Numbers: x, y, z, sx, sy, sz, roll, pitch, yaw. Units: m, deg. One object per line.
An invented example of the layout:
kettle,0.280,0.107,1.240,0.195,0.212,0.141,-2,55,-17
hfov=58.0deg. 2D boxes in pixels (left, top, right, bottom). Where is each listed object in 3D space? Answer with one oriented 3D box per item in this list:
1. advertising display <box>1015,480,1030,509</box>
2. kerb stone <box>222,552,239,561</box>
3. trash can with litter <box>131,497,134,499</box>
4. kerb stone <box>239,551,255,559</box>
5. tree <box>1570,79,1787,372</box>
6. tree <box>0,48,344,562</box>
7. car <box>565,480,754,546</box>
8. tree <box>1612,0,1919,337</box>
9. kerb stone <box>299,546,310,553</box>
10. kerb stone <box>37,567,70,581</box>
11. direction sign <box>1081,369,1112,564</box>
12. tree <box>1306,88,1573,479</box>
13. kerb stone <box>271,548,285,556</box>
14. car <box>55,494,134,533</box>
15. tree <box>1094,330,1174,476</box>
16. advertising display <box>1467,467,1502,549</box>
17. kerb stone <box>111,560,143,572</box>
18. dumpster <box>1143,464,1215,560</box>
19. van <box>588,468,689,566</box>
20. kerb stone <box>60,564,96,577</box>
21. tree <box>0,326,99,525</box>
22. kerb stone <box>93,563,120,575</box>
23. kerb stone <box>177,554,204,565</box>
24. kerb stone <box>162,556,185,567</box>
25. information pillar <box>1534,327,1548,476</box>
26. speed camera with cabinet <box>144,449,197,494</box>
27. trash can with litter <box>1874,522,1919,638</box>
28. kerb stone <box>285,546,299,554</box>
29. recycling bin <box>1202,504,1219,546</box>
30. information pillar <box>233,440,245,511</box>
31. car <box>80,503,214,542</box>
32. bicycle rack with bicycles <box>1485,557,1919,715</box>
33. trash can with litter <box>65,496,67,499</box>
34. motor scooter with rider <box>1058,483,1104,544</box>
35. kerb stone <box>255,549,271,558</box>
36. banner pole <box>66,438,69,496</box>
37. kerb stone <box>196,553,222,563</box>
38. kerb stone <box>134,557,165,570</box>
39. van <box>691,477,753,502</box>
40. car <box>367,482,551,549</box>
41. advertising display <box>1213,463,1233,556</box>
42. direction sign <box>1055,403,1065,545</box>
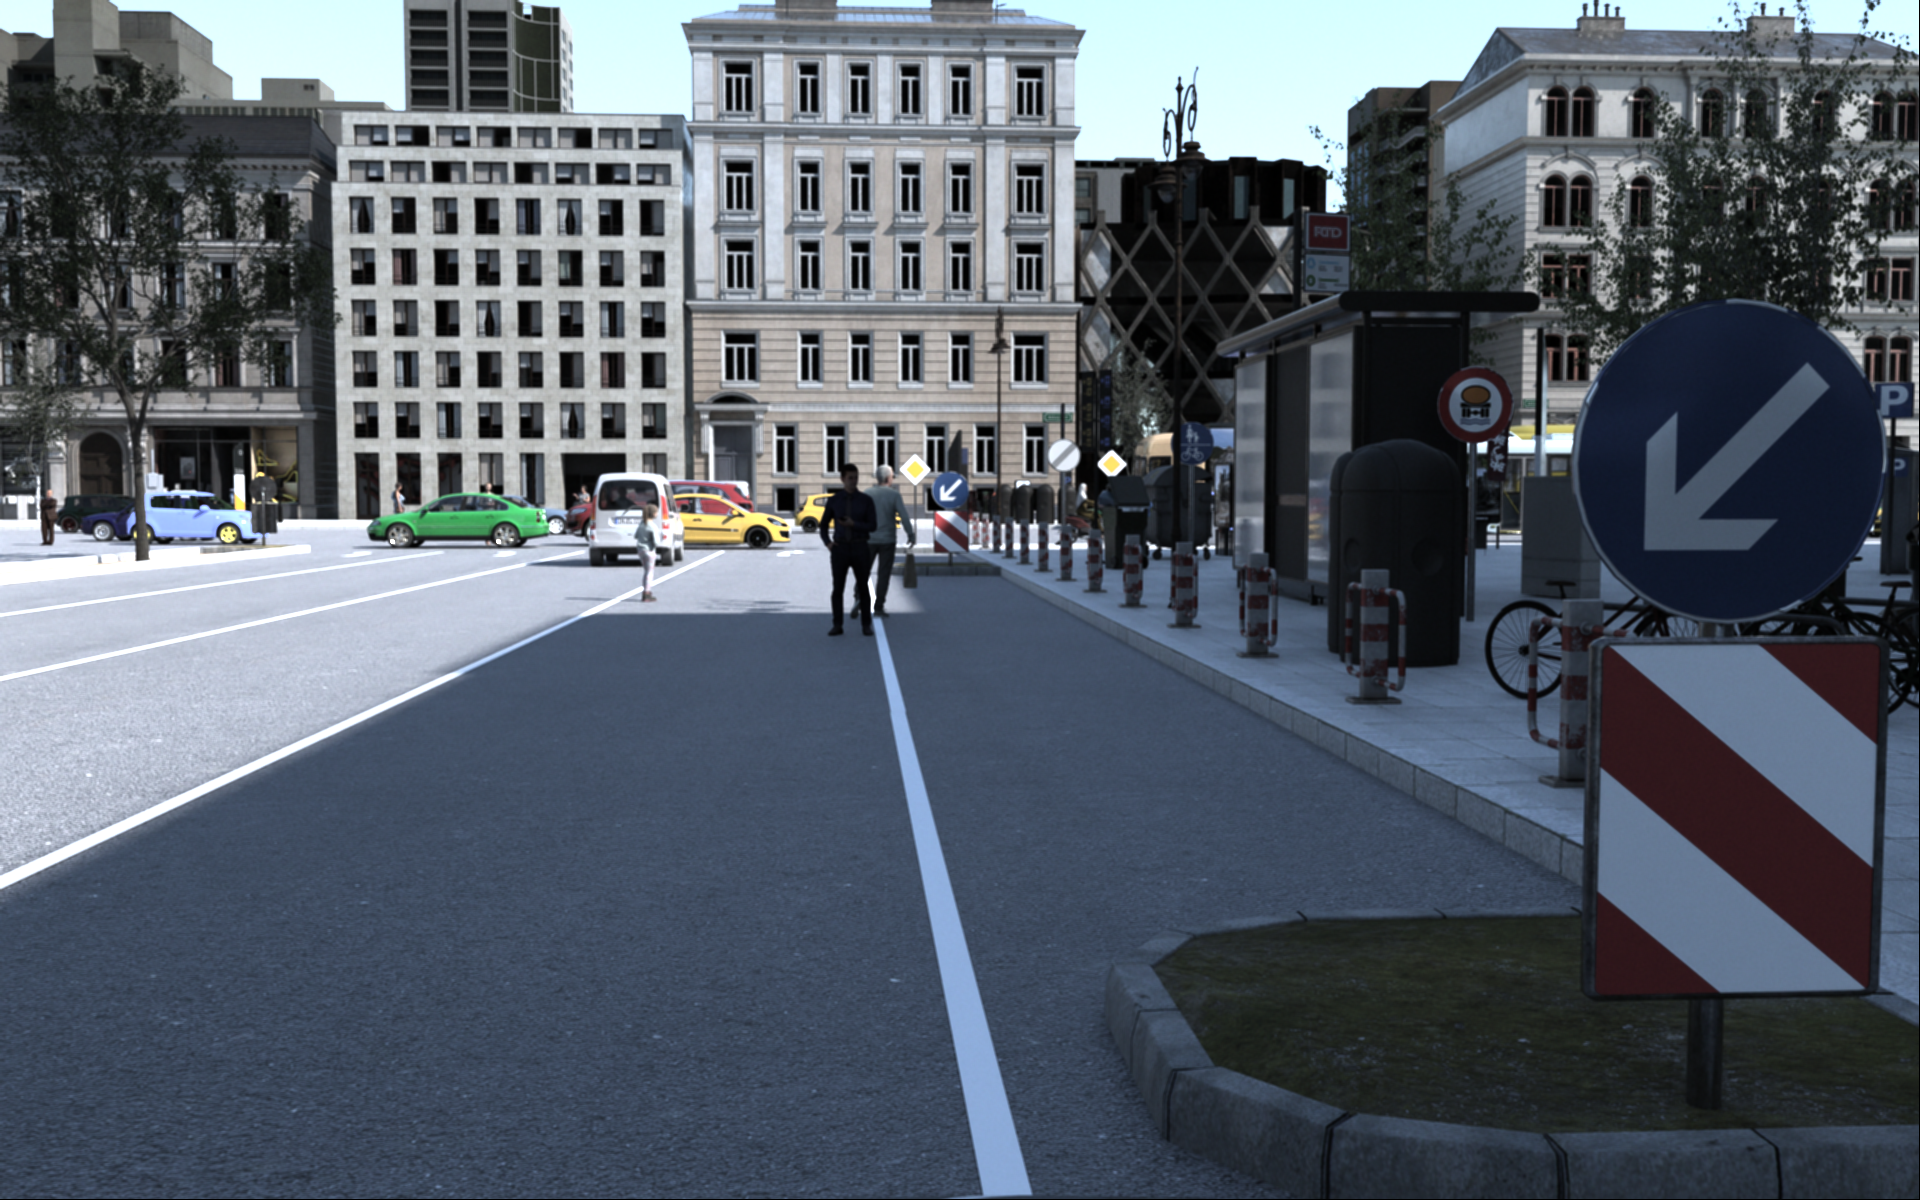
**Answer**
advertising display,2.930,-4.652,81.272,0.123,1.923,0.974,3,5,45
kerb stone,-15.830,-0.922,37.321,0.120,0.150,1.000,0,4,-4
trash can with litter,-34.358,-3.693,71.767,0.624,1.170,1.055,-2,4,-24
kerb stone,-15.897,-0.988,38.350,0.120,0.150,1.000,0,4,-4
tree,12.768,-4.949,31.274,4.737,8.622,4.395,0,3,0
tree,-16.562,-6.010,35.132,8.767,10.594,7.601,0,4,-4
car,-8.372,-2.443,48.614,5.304,1.827,2.281,0,4,-5
tree,11.701,-4.532,24.463,4.360,8.622,3.978,0,3,0
kerb stone,-16.156,-1.239,42.452,0.120,0.150,1.000,0,4,-4
kerb stone,-15.297,-0.422,29.114,0.120,0.150,1.000,0,4,-4
direction sign,2.503,-2.435,31.805,0.379,3.537,0.876,-2,4,-33
tree,8.135,-4.978,31.745,4.737,8.622,4.395,0,3,0
kerb stone,-16.027,-1.113,40.401,0.120,0.150,1.000,0,4,-4
car,-31.163,-3.316,64.009,4.222,1.686,2.009,0,4,-4
tree,7.639,-7.741,76.932,4.360,8.622,3.978,0,3,0
advertising display,12.164,-2.162,40.569,0.974,1.923,0.123,1,4,12
kerb stone,-15.503,-0.611,32.187,0.120,0.150,1.000,0,4,-4
dumpster,4.297,-1.747,34.328,1.264,1.857,1.865,0,4,-4
van,-6.652,-1.762,35.816,2.013,2.044,4.112,0,4,-5
kerb stone,-15.367,-0.486,30.137,0.120,0.150,1.000,0,4,-4
tree,-38.440,-7.455,72.252,4.360,8.622,3.978,0,3,0
kerb stone,-15.433,-0.540,31.162,0.120,0.150,1.000,0,4,-4
kerb stone,-15.693,-0.799,35.267,0.120,0.150,1.000,0,4,-4
kerb stone,-15.627,-0.735,34.236,0.120,0.150,1.000,0,4,-4
information pillar,8.248,-2.035,24.621,0.183,3.616,0.504,2,4,27
speed camera with cabinet,-35.059,-5.053,76.944,2.038,3.252,0.660,-1,4,-13
trash can with litter,8.621,-0.254,15.542,0.624,1.170,1.055,0,4,-5
kerb stone,-16.097,-1.173,41.424,0.120,0.150,1.000,0,4,-4
recycling bin,6.241,-1.881,43.306,0.722,1.027,0.722,1,4,22
information pillar,-31.033,-5.090,74.576,0.183,3.616,0.504,2,4,31
car,-24.654,-2.471,52.974,3.894,1.354,1.945,0,4,-3
bicycle rack with bicycles,5.036,0.186,10.342,2.852,0.926,2.925,-2,4,-31
trash can with litter,-40.941,-4.210,79.899,1.678,1.210,2.233,-1,4,-15
motor scooter with rider,3.774,-2.473,49.401,1.986,1.779,0.876,0,4,-5
kerb stone,-15.960,-1.048,39.375,0.120,0.150,1.000,0,4,-4
banner pole,-40.140,-5.375,77.894,0.401,3.779,0.863,-2,4,-24
kerb stone,-15.756,-0.862,36.295,0.120,0.150,1.000,0,4,-4
kerb stone,-15.563,-0.673,33.211,0.120,0.150,1.000,0,4,-4
van,-8.670,-2.969,55.560,4.112,2.044,2.013,0,4,-3
car,-13.409,-2.299,46.383,4.718,1.807,1.959,0,4,-5
advertising display,5.496,-1.885,36.038,0.123,1.923,0.974,-1,4,-12
direction sign,2.575,-3.151,43.519,0.379,3.537,0.876,0,4,-1
